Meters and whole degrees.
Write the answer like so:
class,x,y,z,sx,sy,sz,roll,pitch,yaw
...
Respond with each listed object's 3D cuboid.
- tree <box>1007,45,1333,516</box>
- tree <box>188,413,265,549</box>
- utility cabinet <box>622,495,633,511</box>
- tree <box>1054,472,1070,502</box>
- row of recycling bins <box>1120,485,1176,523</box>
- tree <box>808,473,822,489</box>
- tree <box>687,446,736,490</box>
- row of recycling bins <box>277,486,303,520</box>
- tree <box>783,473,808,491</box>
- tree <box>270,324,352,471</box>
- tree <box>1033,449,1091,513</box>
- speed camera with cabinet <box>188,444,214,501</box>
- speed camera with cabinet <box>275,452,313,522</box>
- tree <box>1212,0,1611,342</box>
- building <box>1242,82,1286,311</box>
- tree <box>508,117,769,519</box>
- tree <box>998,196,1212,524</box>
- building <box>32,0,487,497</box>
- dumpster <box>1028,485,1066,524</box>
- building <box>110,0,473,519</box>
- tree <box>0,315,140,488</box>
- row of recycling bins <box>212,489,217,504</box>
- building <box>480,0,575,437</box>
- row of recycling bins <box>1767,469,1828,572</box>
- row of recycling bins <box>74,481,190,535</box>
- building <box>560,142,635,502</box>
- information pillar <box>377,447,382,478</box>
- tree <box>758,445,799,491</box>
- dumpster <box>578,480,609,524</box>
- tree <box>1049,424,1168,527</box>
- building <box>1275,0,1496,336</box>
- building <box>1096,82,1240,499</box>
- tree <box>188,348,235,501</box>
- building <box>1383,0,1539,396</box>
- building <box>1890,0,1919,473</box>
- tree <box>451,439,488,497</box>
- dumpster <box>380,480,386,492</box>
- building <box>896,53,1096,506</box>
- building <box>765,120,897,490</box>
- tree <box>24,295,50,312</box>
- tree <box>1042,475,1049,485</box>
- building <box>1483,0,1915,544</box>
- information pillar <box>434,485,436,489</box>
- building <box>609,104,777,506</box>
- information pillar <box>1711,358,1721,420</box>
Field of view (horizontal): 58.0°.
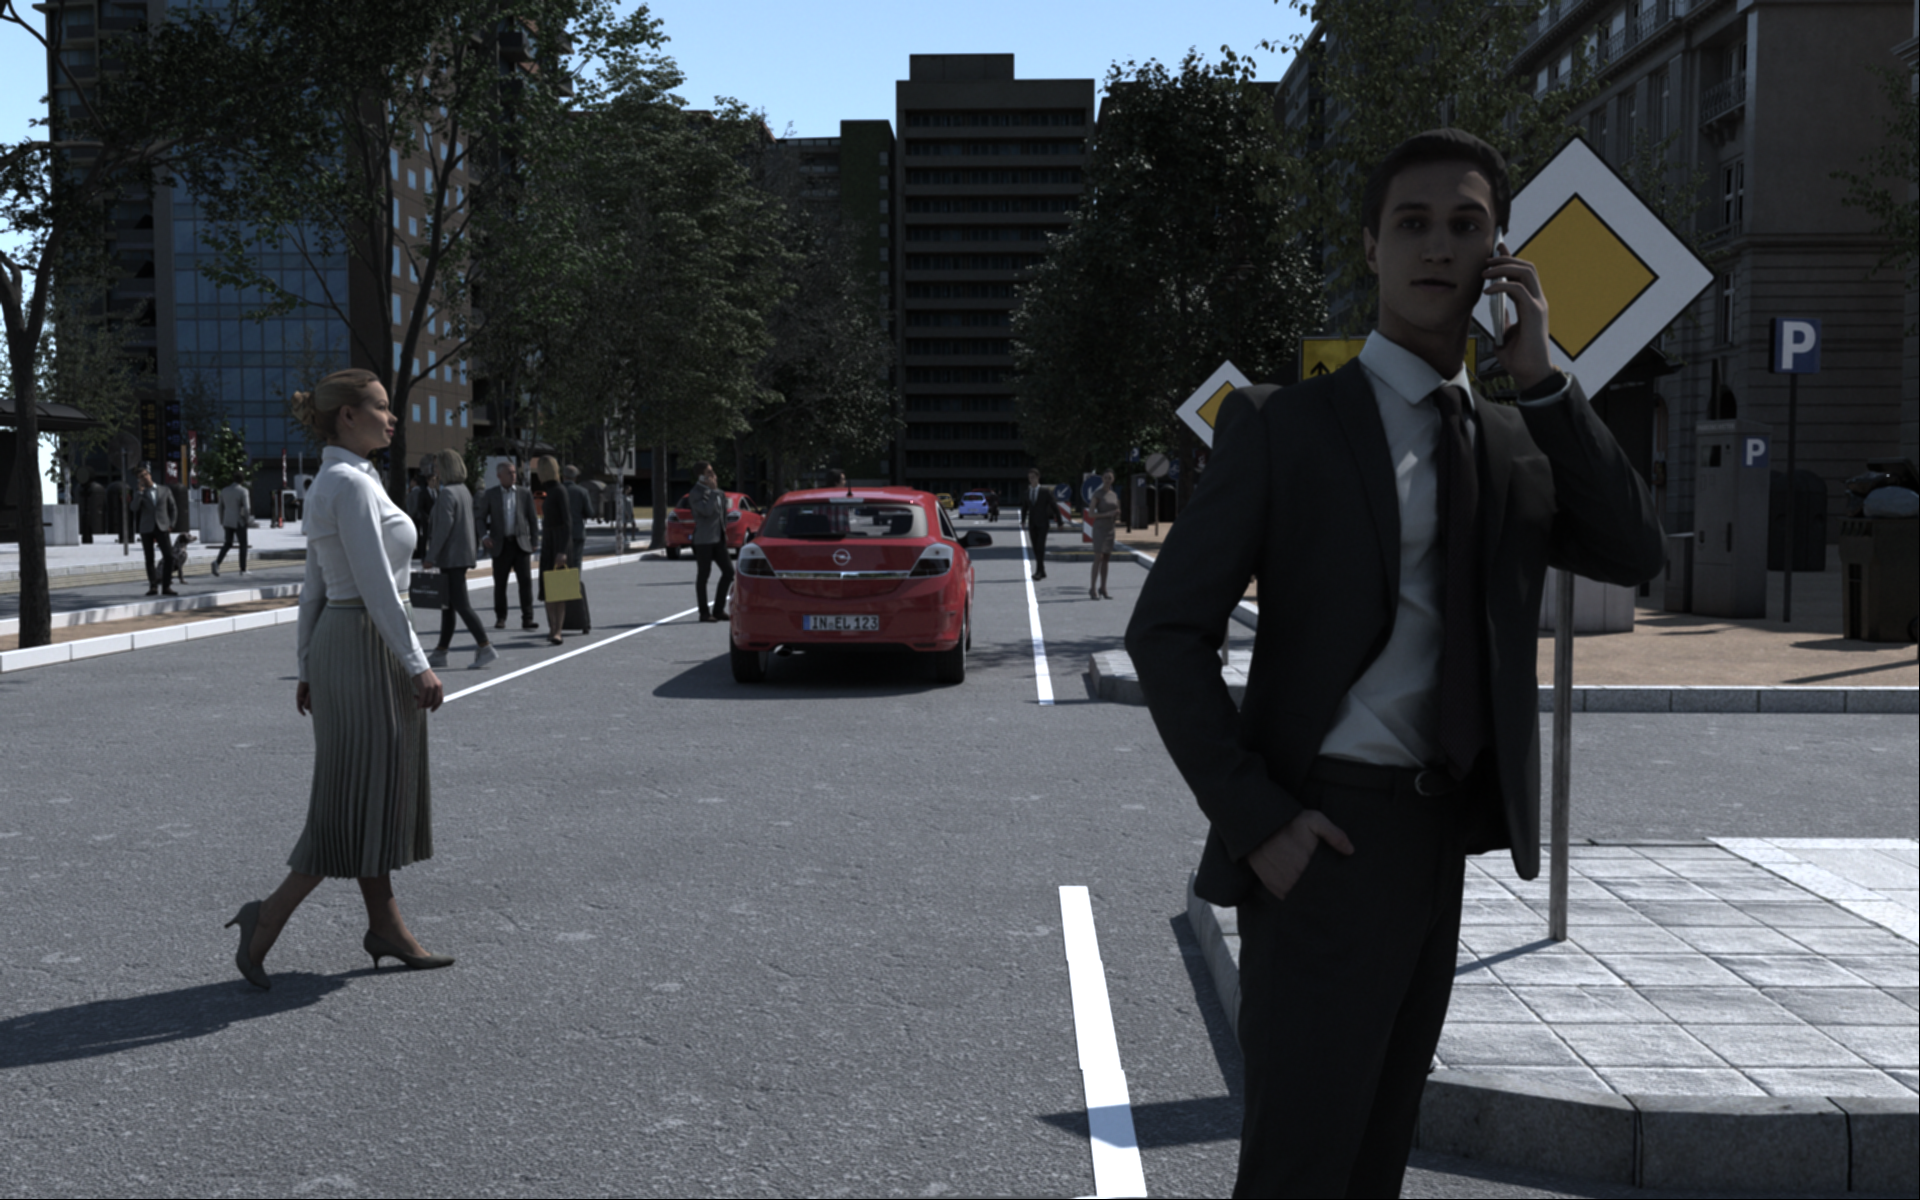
class,x,y,z,sx,sy,sz,roll,pitch,yaw
tree,5.772,-7.812,44.732,9.611,12.733,9.660,0,3,0
tree,-17.309,-2.849,41.188,1.663,3.219,1.824,0,3,0
utility cabinet,-16.636,-4.566,85.818,0.306,1.237,1.020,2,4,29
tree,7.746,-10.831,127.453,4.737,8.622,4.395,0,3,0
row of recycling bins,8.965,-4.352,78.262,3.534,1.692,1.069,-1,4,-17
tree,-13.543,-10.190,161.200,1.663,3.219,1.824,0,3,0
tree,-14.929,-7.368,104.173,4.285,4.588,4.351,0,3,0
row of recycling bins,-32.422,-4.880,86.901,3.534,1.692,1.069,-1,4,-16
tree,-13.550,-8.912,140.316,1.663,3.219,1.824,0,3,0
tree,-27.479,-7.604,74.685,4.360,8.622,3.978,0,3,0
tree,8.266,-12.293,119.120,7.486,12.596,7.792,0,3,0
speed camera with cabinet,-30.420,-4.526,68.333,2.038,3.252,0.660,2,4,25
speed camera with cabinet,-31.211,-5.303,81.047,0.660,3.252,2.038,2,4,24
tree,4.791,-4.156,18.319,4.737,8.622,4.395,0,3,0
building,36.598,-33.119,191.605,14.200,45.320,14.600,0,4,2
tree,-16.364,-14.183,87.773,12.611,20.169,13.585,0,3,0
tree,6.577,-10.312,75.250,9.857,13.997,8.962,0,3,0
building,-56.897,-29.766,141.304,28.867,44.769,22.147,0,4,2
dumpster,4.113,-4.485,81.551,1.865,1.857,1.264,0,4,0
building,-36.302,-27.262,95.840,14.600,45.320,14.200,0,4,2
tree,-37.524,-7.564,74.033,4.737,8.622,4.395,0,3,0
row of recycling bins,-33.805,-4.484,80.428,1.069,1.692,3.534,-3,5,-42
building,-38.896,-28.330,117.815,22.147,44.769,28.867,0,4,2
row of recycling bins,13.997,-1.414,30.235,1.069,1.692,3.534,0,4,2
row of recycling bins,-26.707,-2.990,55.999,1.069,1.692,3.534,3,5,40
building,-35.014,-22.815,144.718,14.107,30.474,14.160,0,4,2
information pillar,-22.174,-4.572,66.115,0.183,3.616,0.504,0,4,0
tree,-13.758,-11.195,133.403,4.737,8.622,4.395,0,3,0
dumpster,-15.834,-4.198,74.401,1.264,1.857,1.865,0,4,2
tree,6.675,-5.182,68.447,4.285,4.588,4.351,0,3,0
building,38.717,-27.181,136.295,32.217,40.220,23.993,0,4,2
building,22.388,-33.114,191.527,14.200,45.320,14.600,0,4,2
tree,-37.843,-8.272,85.607,4.360,8.622,3.978,0,3,0
building,26.063,-15.178,77.038,11.050,23.489,19.941,0,4,2
building,32.858,-14.349,31.872,25.104,27.353,12.463,0,4,2
tree,-16.853,-3.973,59.554,1.663,3.219,1.824,0,3,0
dumpster,-19.244,-3.201,54.824,1.502,2.255,1.985,0,4,2
building,4.064,-34.932,194.846,21.600,48.544,21.300,0,4,2
building,-14.189,-31.137,192.689,14.086,41.232,14.154,0,4,2
tree,-34.792,-6.988,64.614,4.737,8.622,4.395,0,3,0
tree,9.389,-10.948,162.718,4.285,4.588,4.351,0,3,0
building,26.247,-13.033,54.894,13.314,21.916,24.055,0,4,2
information pillar,-25.042,-4.757,82.276,0.304,2.012,0.304,-2,4,-26
building,-35.678,-33.216,197.700,28.867,44.769,22.147,0,4,2
information pillar,13.122,-2.372,30.139,0.183,3.616,0.504,2,4,31
